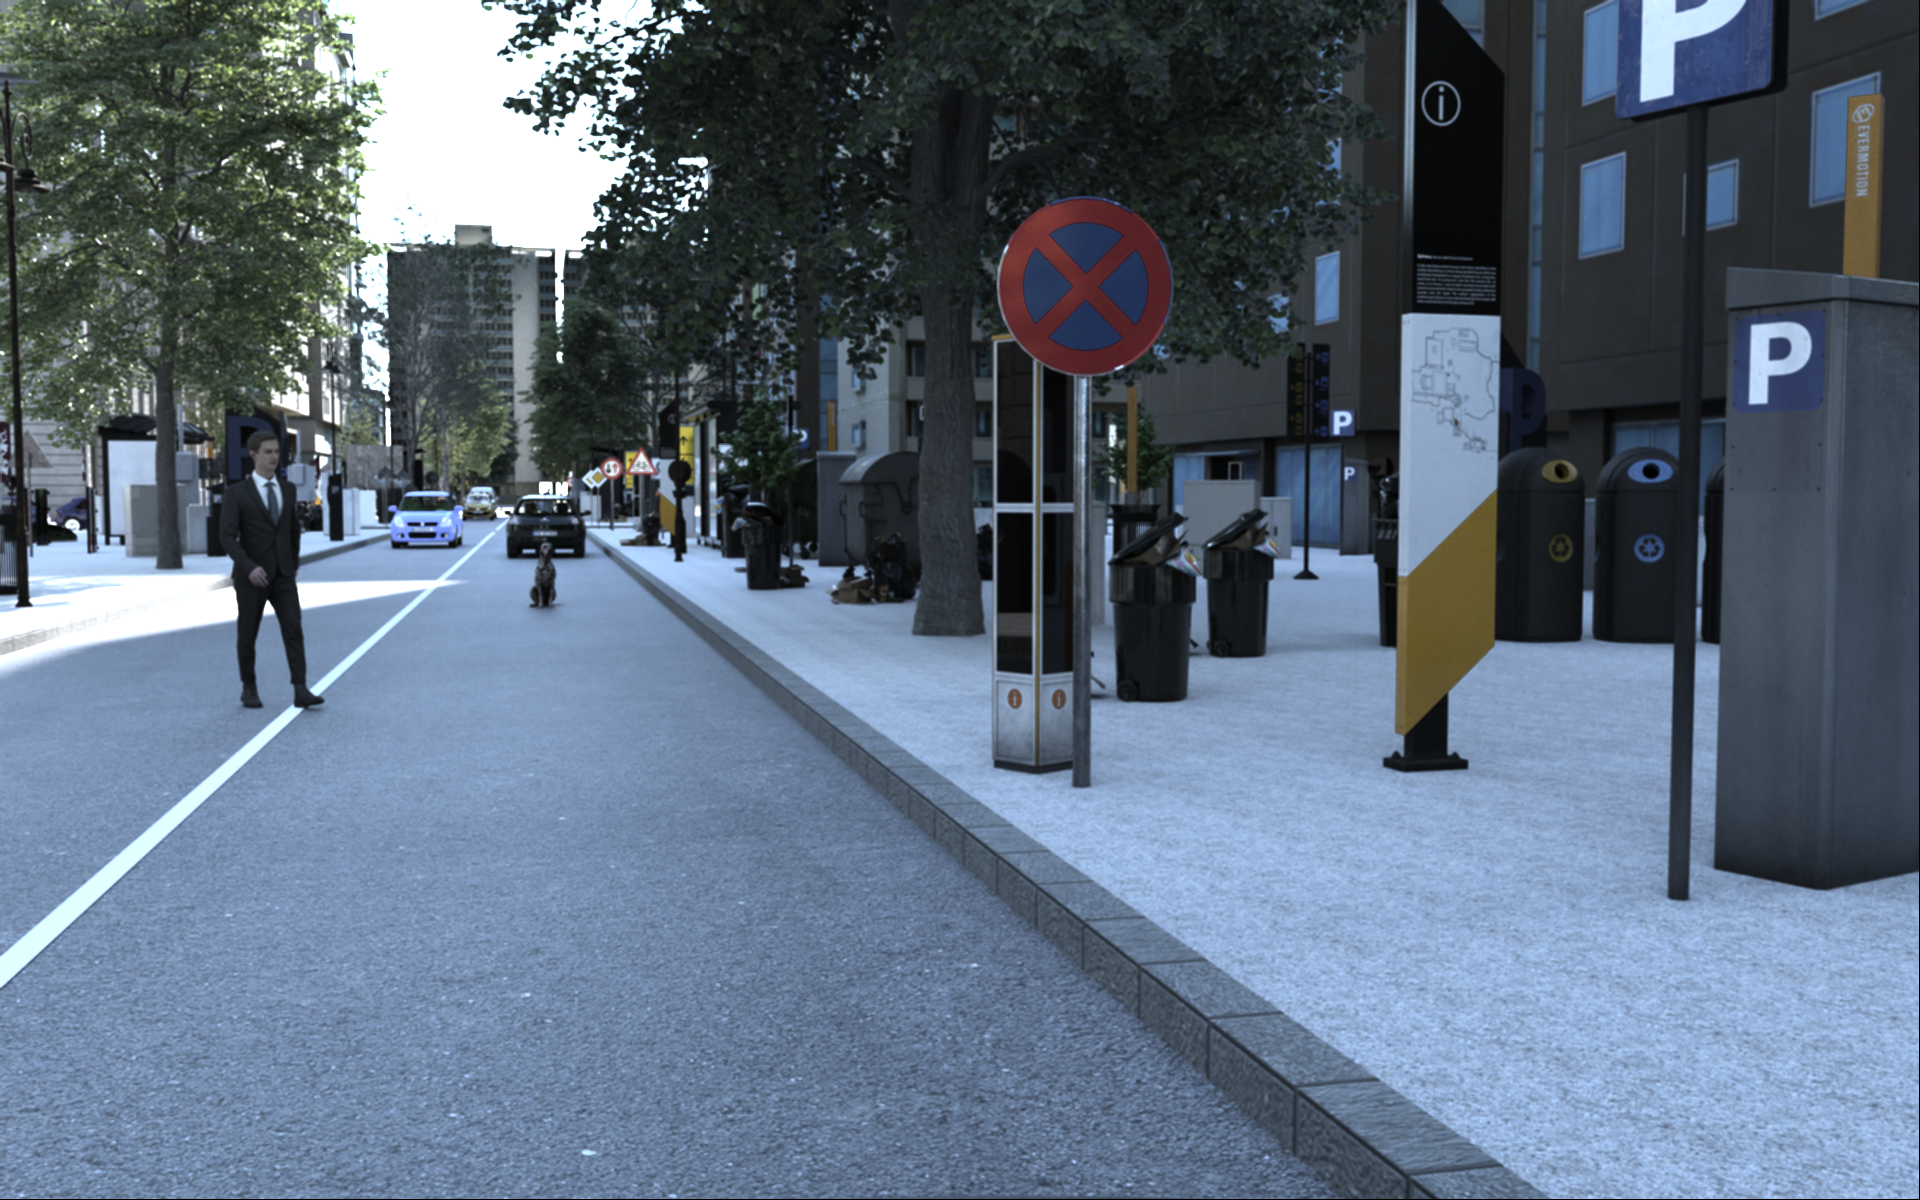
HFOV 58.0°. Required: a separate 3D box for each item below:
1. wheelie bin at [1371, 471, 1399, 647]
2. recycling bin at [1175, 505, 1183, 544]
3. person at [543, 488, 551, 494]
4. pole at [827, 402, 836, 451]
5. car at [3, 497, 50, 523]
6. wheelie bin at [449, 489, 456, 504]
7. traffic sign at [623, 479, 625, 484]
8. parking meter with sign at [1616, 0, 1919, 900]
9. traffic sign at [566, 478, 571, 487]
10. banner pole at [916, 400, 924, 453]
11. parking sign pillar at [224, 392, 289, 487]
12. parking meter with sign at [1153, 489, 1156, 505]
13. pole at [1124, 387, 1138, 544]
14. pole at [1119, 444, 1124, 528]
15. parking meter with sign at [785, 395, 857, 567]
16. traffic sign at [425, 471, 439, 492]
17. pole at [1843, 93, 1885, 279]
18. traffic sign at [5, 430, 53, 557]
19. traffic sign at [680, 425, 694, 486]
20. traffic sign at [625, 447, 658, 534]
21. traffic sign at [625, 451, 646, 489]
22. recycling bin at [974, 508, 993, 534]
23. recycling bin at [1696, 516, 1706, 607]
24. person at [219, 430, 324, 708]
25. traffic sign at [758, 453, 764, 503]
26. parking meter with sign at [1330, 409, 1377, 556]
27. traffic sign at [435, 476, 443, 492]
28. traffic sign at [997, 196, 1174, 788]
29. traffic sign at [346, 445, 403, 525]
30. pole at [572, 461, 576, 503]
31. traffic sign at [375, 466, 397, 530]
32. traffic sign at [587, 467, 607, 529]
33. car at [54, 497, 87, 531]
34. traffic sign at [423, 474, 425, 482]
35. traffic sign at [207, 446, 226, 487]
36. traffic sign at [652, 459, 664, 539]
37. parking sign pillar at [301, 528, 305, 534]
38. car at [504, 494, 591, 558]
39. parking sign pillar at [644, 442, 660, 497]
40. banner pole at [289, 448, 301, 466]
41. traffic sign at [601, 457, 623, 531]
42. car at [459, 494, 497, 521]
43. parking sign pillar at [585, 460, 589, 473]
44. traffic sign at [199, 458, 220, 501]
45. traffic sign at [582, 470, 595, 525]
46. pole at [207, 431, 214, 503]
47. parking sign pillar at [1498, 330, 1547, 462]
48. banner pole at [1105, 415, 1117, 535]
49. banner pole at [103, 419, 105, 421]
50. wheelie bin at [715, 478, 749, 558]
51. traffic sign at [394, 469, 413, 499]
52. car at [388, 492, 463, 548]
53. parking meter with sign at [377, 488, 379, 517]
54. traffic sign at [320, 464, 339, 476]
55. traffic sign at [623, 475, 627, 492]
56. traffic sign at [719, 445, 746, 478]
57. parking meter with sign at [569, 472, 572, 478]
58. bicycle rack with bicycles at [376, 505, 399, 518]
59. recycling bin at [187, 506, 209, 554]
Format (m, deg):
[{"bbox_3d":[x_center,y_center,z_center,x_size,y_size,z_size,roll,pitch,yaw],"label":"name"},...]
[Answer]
[{"bbox_3d":[3.844,-0.398,14.422,0.693,1.594,0.980,-1,4,-14],"label":"wheelie bin"},{"bbox_3d":[5.324,-1.666,39.800,0.722,1.027,0.722,0,4,5],"label":"recycling bin"},{"bbox_3d":[-24.186,-5.671,101.406,0.592,1.802,0.473,1,4,9],"label":"person"},{"bbox_3d":[-2.836,-2.722,38.340,0.158,3.312,0.155,0,3,0],"label":"pole"},{"bbox_3d":[-35.001,-3.040,62.283,3.894,1.354,1.945,-1,4,-16],"label":"car"},{"bbox_3d":[-34.703,-6.675,117.046,0.980,1.594,0.693,3,4,37],"label":"wheelie bin"},{"bbox_3d":[-22.903,-7.014,116.801,0.606,2.300,0.079,0,4,-5],"label":"traffic sign"},{"bbox_3d":[2.982,-0.586,5.834,1.738,3.016,0.543,-2,4,-32],"label":"parking meter with sign"},{"bbox_3d":[-29.319,-7.994,130.808,0.768,2.556,0.104,0,4,-4],"label":"traffic sign"},{"bbox_3d":[-0.595,-3.100,40.708,0.863,3.779,0.401,0,4,0],"label":"banner pole"},{"bbox_3d":[-17.713,-3.362,43.444,1.447,3.967,1.447,-1,4,-18],"label":"parking sign pillar"},{"bbox_3d":[6.967,-3.880,59.700,0.543,3.016,1.738,2,4,23],"label":"parking meter with sign"},{"bbox_3d":[3.295,-2.404,33.153,0.158,3.312,0.155,0,3,0],"label":"pole"},{"bbox_3d":[6.091,-4.356,65.059,0.158,3.312,0.155,0,3,0],"label":"pole"},{"bbox_3d":[-2.172,-2.107,30.711,1.738,3.016,0.543,0,4,-7],"label":"parking meter with sign"},{"bbox_3d":[-28.990,-5.814,95.164,0.768,2.556,0.104,-1,4,-8],"label":"traffic sign"},{"bbox_3d":[4.655,-0.927,8.993,0.158,3.312,0.155,0,3,0],"label":"pole"},{"bbox_3d":[-18.939,-2.156,35.249,0.884,2.594,0.081,-1,4,-10],"label":"traffic sign"},{"bbox_3d":[-7.276,-3.501,51.109,2.265,3.308,0.079,0,4,-7],"label":"traffic sign"},{"bbox_3d":[-8.724,-2.905,47.505,0.884,2.594,0.081,0,4,-4],"label":"traffic sign"},{"bbox_3d":[-14.779,-5.416,82.427,2.265,3.308,0.079,-1,4,-9],"label":"traffic sign"},{"bbox_3d":[0.438,-1.181,31.856,0.722,1.027,0.722,0,4,3],"label":"recycling bin"},{"bbox_3d":[8.309,-0.457,20.033,0.722,1.027,0.722,1,4,10],"label":"recycling bin"},{"bbox_3d":[-4.579,-0.201,11.562,0.755,1.850,0.659,3,5,40],"label":"person"},{"bbox_3d":[-3.619,-1.947,31.939,0.768,2.556,0.104,0,4,-5],"label":"traffic sign"},{"bbox_3d":[8.362,-2.465,36.564,0.543,3.016,1.738,2,4,33],"label":"parking meter with sign"},{"bbox_3d":[-36.945,-7.496,122.667,0.768,2.556,0.104,0,4,-7],"label":"traffic sign"},{"bbox_3d":[0.534,-0.454,7.522,0.768,2.556,0.104,0,4,-6],"label":"traffic sign"},{"bbox_3d":[-24.347,-4.784,72.091,2.265,3.308,0.079,-1,4,-9],"label":"traffic sign"},{"bbox_3d":[-23.724,-6.886,106.425,0.158,3.312,0.155,0,3,0],"label":"pole"},{"bbox_3d":[-20.445,-3.553,61.729,0.795,2.450,0.064,-1,4,-14],"label":"traffic sign"},{"bbox_3d":[-13.256,-3.658,63.456,0.795,2.450,0.064,-1,4,-14],"label":"traffic sign"},{"bbox_3d":[-30.444,-3.059,62.601,3.894,1.354,1.945,-1,4,-12],"label":"car"},{"bbox_3d":[-31.356,-6.128,100.291,0.768,2.556,0.104,-1,4,-12],"label":"traffic sign"},{"bbox_3d":[-19.924,-2.871,46.938,0.884,2.594,0.081,0,4,-8],"label":"traffic sign"},{"bbox_3d":[-8.460,-2.881,49.230,0.606,2.300,0.079,-1,4,-12],"label":"traffic sign"},{"bbox_3d":[-21.952,-4.125,55.922,1.447,3.967,1.447,-2,4,-28],"label":"parking sign pillar"},{"bbox_3d":[-9.606,-1.866,40.300,2.009,1.686,4.222,-1,4,-12],"label":"car"},{"bbox_3d":[-14.237,-5.646,80.780,1.447,3.967,1.447,-2,4,-25],"label":"parking sign pillar"},{"bbox_3d":[-35.846,-6.324,93.422,0.401,3.779,0.863,1,4,22],"label":"banner pole"},{"bbox_3d":[-12.097,-3.678,60.245,0.768,2.556,0.104,0,4,-7],"label":"traffic sign"},{"bbox_3d":[-26.397,-5.176,94.853,2.015,1.641,3.980,-1,4,-15],"label":"car"},{"bbox_3d":[-27.194,-8.469,126.934,1.447,3.967,1.447,-1,4,-22],"label":"parking sign pillar"},{"bbox_3d":[-21.370,-2.886,49.319,0.606,2.300,0.079,-1,4,-11],"label":"traffic sign"},{"bbox_3d":[-15.151,-4.133,71.214,0.795,2.450,0.064,-1,4,-14],"label":"traffic sign"},{"bbox_3d":[-24.399,-3.827,56.414,0.158,3.312,0.155,0,3,0],"label":"pole"},{"bbox_3d":[8.701,-2.366,27.151,1.447,3.967,1.447,-3,5,-44],"label":"parking sign pillar"},{"bbox_3d":[4.762,-3.970,54.934,0.401,3.779,0.863,2,4,34],"label":"banner pole"},{"bbox_3d":[-27.732,-4.081,56.749,0.863,3.779,0.401,-3,5,-44],"label":"banner pole"},{"bbox_3d":[-4.427,-1.652,34.913,0.980,1.594,0.693,-1,4,-15],"label":"wheelie bin"},{"bbox_3d":[-22.339,-4.027,69.487,0.795,2.450,0.064,-1,4,-14],"label":"traffic sign"},{"bbox_3d":[-14.479,-2.293,47.075,1.945,1.707,3.694,-1,4,-13],"label":"car"},{"bbox_3d":[-32.917,-6.056,95.274,1.738,3.016,0.543,-1,4,-15],"label":"parking meter with sign"},{"bbox_3d":[-26.325,-4.418,72.335,0.768,2.556,0.104,-1,4,-11],"label":"traffic sign"},{"bbox_3d":[-22.652,-7.179,117.480,0.768,2.556,0.104,0,4,-5],"label":"traffic sign"},{"bbox_3d":[-4.658,-2.052,35.675,0.606,2.300,0.079,0,4,-4],"label":"traffic sign"},{"bbox_3d":[-29.475,-8.450,134.412,0.543,3.016,1.738,2,4,35],"label":"parking meter with sign"},{"bbox_3d":[-27.932,-4.420,85.649,2.925,0.926,2.852,-3,5,-40],"label":"bicycle rack with bicycles"},{"bbox_3d":[-16.450,-1.517,37.351,0.722,1.027,0.722,3,5,39],"label":"recycling bin"}]
